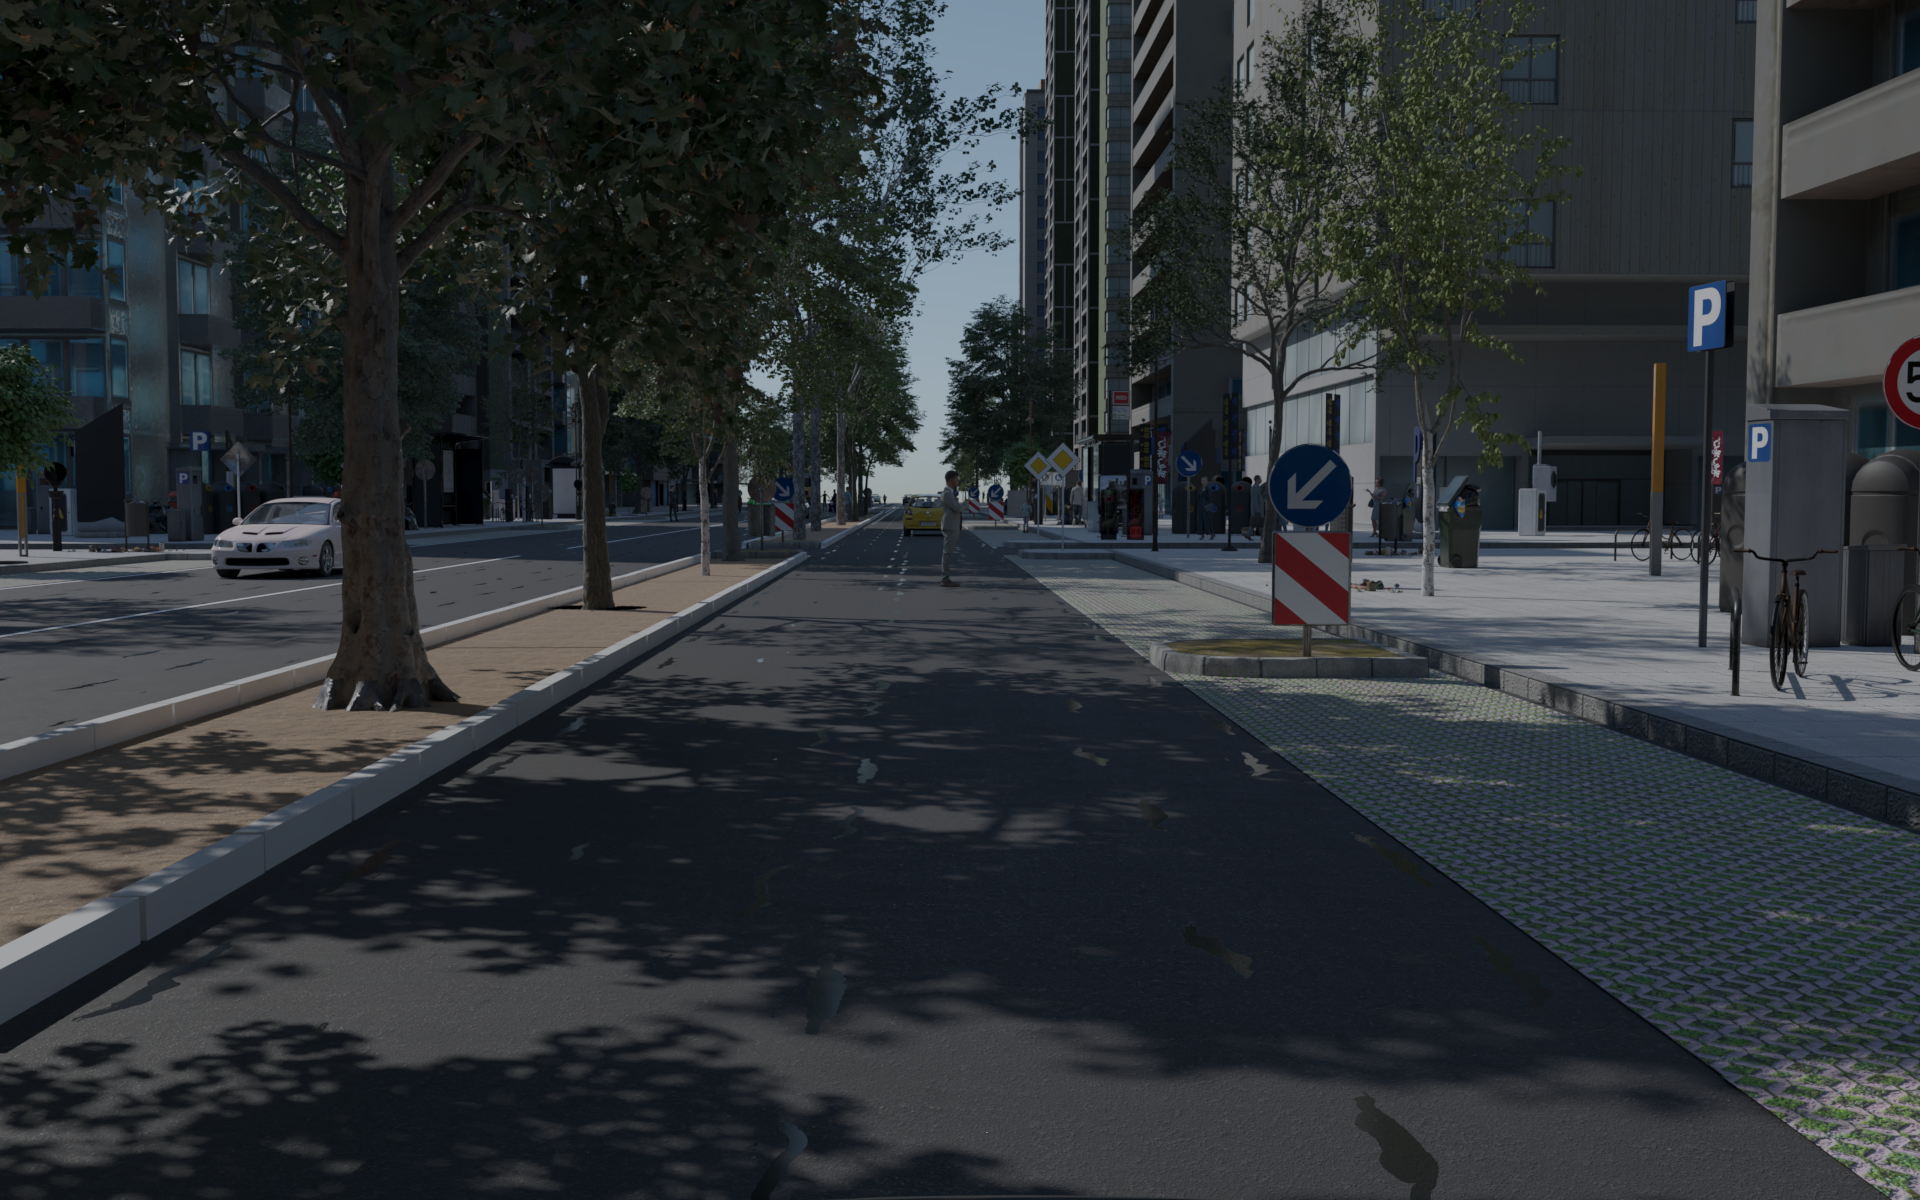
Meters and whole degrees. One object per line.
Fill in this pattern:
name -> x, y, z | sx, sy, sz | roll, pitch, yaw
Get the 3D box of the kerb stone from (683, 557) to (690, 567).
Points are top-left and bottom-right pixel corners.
kerb stone -> -5.438, -0.704, 33.700 | 0.120, 0.150, 1.000 | 0, 4, -1

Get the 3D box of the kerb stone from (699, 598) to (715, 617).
kerb stone -> -3.030, 0.112, 20.399 | 0.120, 0.150, 1.000 | 0, 4, -1

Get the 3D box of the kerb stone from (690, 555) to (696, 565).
kerb stone -> -5.468, -0.764, 34.726 | 0.120, 0.150, 1.000 | 0, 4, -1

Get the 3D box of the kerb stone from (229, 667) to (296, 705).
kerb stone -> -4.926, 0.613, 12.180 | 0.120, 0.150, 1.000 | 0, 4, -1

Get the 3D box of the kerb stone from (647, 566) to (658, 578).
kerb stone -> -5.340, -0.453, 29.600 | 0.120, 0.150, 1.000 | 0, 4, -1

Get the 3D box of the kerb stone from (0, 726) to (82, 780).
kerb stone -> -4.848, 0.801, 9.101 | 0.120, 0.150, 1.000 | 0, 4, -1

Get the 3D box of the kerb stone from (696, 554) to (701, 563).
kerb stone -> -5.498, -0.826, 35.749 | 0.120, 0.150, 1.000 | 0, 4, -1

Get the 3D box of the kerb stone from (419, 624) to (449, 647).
kerb stone -> -5.026, 0.362, 16.276 | 0.120, 0.150, 1.000 | 0, 4, -1

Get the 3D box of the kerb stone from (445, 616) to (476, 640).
kerb stone -> -5.049, 0.299, 17.304 | 0.120, 0.150, 1.000 | 0, 4, -1

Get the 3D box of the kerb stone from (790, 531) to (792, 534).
kerb stone -> -6.097, -2.367, 60.893 | 0.120, 0.150, 1.000 | 0, 4, -1

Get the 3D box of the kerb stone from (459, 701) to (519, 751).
kerb stone -> -2.775, 0.744, 10.155 | 0.120, 0.150, 1.000 | 0, 4, -1

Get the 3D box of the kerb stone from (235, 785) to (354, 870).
kerb stone -> -2.709, 0.925, 7.071 | 0.120, 0.150, 1.000 | 0, 4, -1

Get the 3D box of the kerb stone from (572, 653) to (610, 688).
kerb stone -> -2.845, 0.548, 13.229 | 0.120, 0.150, 1.000 | 0, 4, -1

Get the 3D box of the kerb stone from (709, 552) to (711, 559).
kerb stone -> -5.542, -0.953, 37.812 | 0.120, 0.150, 1.000 | 0, 4, -1

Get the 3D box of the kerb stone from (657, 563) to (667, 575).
kerb stone -> -5.367, -0.516, 30.629 | 0.120, 0.150, 1.000 | 0, 4, -1

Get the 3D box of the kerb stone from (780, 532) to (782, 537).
kerb stone -> -5.998, -2.116, 56.795 | 0.120, 0.150, 1.000 | 0, 4, -1

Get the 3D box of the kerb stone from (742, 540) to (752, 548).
kerb stone -> -5.754, -1.489, 46.537 | 0.120, 0.150, 1.000 | 0, 4, -1

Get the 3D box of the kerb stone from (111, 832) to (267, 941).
kerb stone -> -2.678, 0.991, 6.046 | 0.120, 0.150, 1.000 | 0, 4, -1

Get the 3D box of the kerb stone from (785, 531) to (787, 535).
kerb stone -> -6.047, -2.242, 58.845 | 0.120, 0.150, 1.000 | 0, 4, -1

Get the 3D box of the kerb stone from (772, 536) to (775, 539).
kerb stone -> -5.921, -1.928, 53.712 | 0.120, 0.150, 1.000 | 0, 4, -1

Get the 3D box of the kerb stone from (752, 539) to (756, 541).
kerb stone -> -5.780, -1.552, 47.563 | 0.120, 0.150, 1.000 | 0, 4, -1

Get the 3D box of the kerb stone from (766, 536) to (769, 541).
kerb stone -> -5.875, -1.802, 51.662 | 0.120, 0.150, 1.000 | 0, 4, -1

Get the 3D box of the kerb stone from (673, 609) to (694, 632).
kerb stone -> -2.974, 0.235, 18.355 | 0.120, 0.150, 1.000 | 0, 4, -1

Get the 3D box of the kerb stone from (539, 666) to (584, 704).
kerb stone -> -2.827, 0.611, 12.204 | 0.120, 0.150, 1.000 | 0, 4, -1

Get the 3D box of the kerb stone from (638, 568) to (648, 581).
kerb stone -> -5.327, -0.385, 28.578 | 0.120, 0.150, 1.000 | 0, 4, -1

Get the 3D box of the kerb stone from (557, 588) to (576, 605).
kerb stone -> -5.173, -0.015, 22.433 | 0.120, 0.150, 1.000 | 0, 4, -1

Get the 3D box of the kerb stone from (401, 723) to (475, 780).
kerb stone -> -2.757, 0.800, 9.116 | 0.120, 0.150, 1.000 | 0, 4, -1

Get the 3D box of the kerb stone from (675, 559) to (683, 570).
kerb stone -> -5.412, -0.640, 32.676 | 0.120, 0.150, 1.000 | 0, 4, -1

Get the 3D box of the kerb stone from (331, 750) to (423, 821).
kerb stone -> -2.729, 0.862, 8.094 | 0.120, 0.150, 1.000 | 0, 4, -1

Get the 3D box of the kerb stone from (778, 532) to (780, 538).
kerb stone -> -5.972, -2.053, 55.769 | 0.120, 0.150, 1.000 | 0, 4, -1

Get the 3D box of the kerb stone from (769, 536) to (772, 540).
kerb stone -> -5.890, -1.865, 52.688 | 0.120, 0.150, 1.000 | 0, 4, -1

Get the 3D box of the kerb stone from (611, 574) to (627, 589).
kerb stone -> -5.277, -0.262, 26.526 | 0.120, 0.150, 1.000 | 0, 4, -1

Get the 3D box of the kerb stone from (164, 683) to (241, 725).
kerb stone -> -4.905, 0.678, 11.158 | 0.120, 0.150, 1.000 | 0, 4, -1

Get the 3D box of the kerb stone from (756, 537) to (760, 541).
kerb stone -> -5.798, -1.614, 48.585 | 0.120, 0.150, 1.000 | 0, 4, -1

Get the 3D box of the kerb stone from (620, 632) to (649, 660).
kerb stone -> -2.903, 0.423, 15.276 | 0.120, 0.150, 1.000 | 0, 4, -1

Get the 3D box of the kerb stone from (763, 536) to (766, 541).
kerb stone -> -5.856, -1.736, 50.633 | 0.120, 0.150, 1.000 | 0, 4, -1

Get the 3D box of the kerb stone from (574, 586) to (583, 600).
kerb stone -> -5.195, -0.077, 23.457 | 0.120, 0.150, 1.000 | 0, 4, -1

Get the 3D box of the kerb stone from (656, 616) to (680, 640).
kerb stone -> -2.951, 0.298, 17.320 | 0.120, 0.150, 1.000 | 0, 4, -1

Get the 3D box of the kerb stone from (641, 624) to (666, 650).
kerb stone -> -2.921, 0.361, 16.298 | 0.120, 0.150, 1.000 | 0, 4, -1

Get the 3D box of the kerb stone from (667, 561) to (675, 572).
kerb stone -> -5.391, -0.579, 31.654 | 0.120, 0.150, 1.000 | 0, 4, -1

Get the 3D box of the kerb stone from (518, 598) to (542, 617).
kerb stone -> -5.126, 0.111, 20.385 | 0.120, 0.150, 1.000 | 0, 4, -1

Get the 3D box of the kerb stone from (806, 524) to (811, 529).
kerb stone -> -6.414, -3.182, 74.226 | 0.120, 0.150, 1.000 | 0, 4, -1

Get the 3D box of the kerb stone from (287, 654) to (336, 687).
kerb stone -> -4.951, 0.550, 13.204 | 0.120, 0.150, 1.000 | 0, 4, -1

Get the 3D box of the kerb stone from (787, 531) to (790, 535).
kerb stone -> -6.069, -2.304, 59.871 | 0.120, 0.150, 1.000 | 0, 4, -1

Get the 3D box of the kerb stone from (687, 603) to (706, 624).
kerb stone -> -2.996, 0.172, 19.377 | 0.120, 0.150, 1.000 | 0, 4, -1

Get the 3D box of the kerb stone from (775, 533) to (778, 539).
kerb stone -> -5.946, -1.990, 54.734 | 0.120, 0.150, 1.000 | 0, 4, -1

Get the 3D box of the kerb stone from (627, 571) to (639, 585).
kerb stone -> -5.287, -0.322, 27.551 | 0.120, 0.150, 1.000 | 0, 4, -1

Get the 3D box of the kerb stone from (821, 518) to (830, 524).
kerb stone -> -6.708, -3.935, 86.529 | 0.120, 0.150, 1.000 | 0, 4, -1

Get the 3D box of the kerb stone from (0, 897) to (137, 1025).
kerb stone -> -2.659, 1.051, 5.013 | 0.120, 0.150, 1.000 | 0, 4, -1

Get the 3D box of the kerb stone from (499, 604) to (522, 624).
kerb stone -> -5.101, 0.176, 19.361 | 0.120, 0.150, 1.000 | 0, 4, -1

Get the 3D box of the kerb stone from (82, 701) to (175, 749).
kerb stone -> -4.878, 0.738, 10.123 | 0.120, 0.150, 1.000 | 0, 4, -1

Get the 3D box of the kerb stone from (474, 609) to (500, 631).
kerb stone -> -5.077, 0.236, 18.338 | 0.120, 0.150, 1.000 | 0, 4, -1

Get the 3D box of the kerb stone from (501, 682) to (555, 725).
kerb stone -> -2.799, 0.674, 11.177 | 0.120, 0.150, 1.000 | 0, 4, -1

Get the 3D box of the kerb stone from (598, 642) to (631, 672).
kerb stone -> -2.876, 0.486, 14.251 | 0.120, 0.150, 1.000 | 0, 4, -1

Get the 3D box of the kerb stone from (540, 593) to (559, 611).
kerb stone -> -5.154, 0.049, 21.407 | 0.120, 0.150, 1.000 | 0, 4, -1
